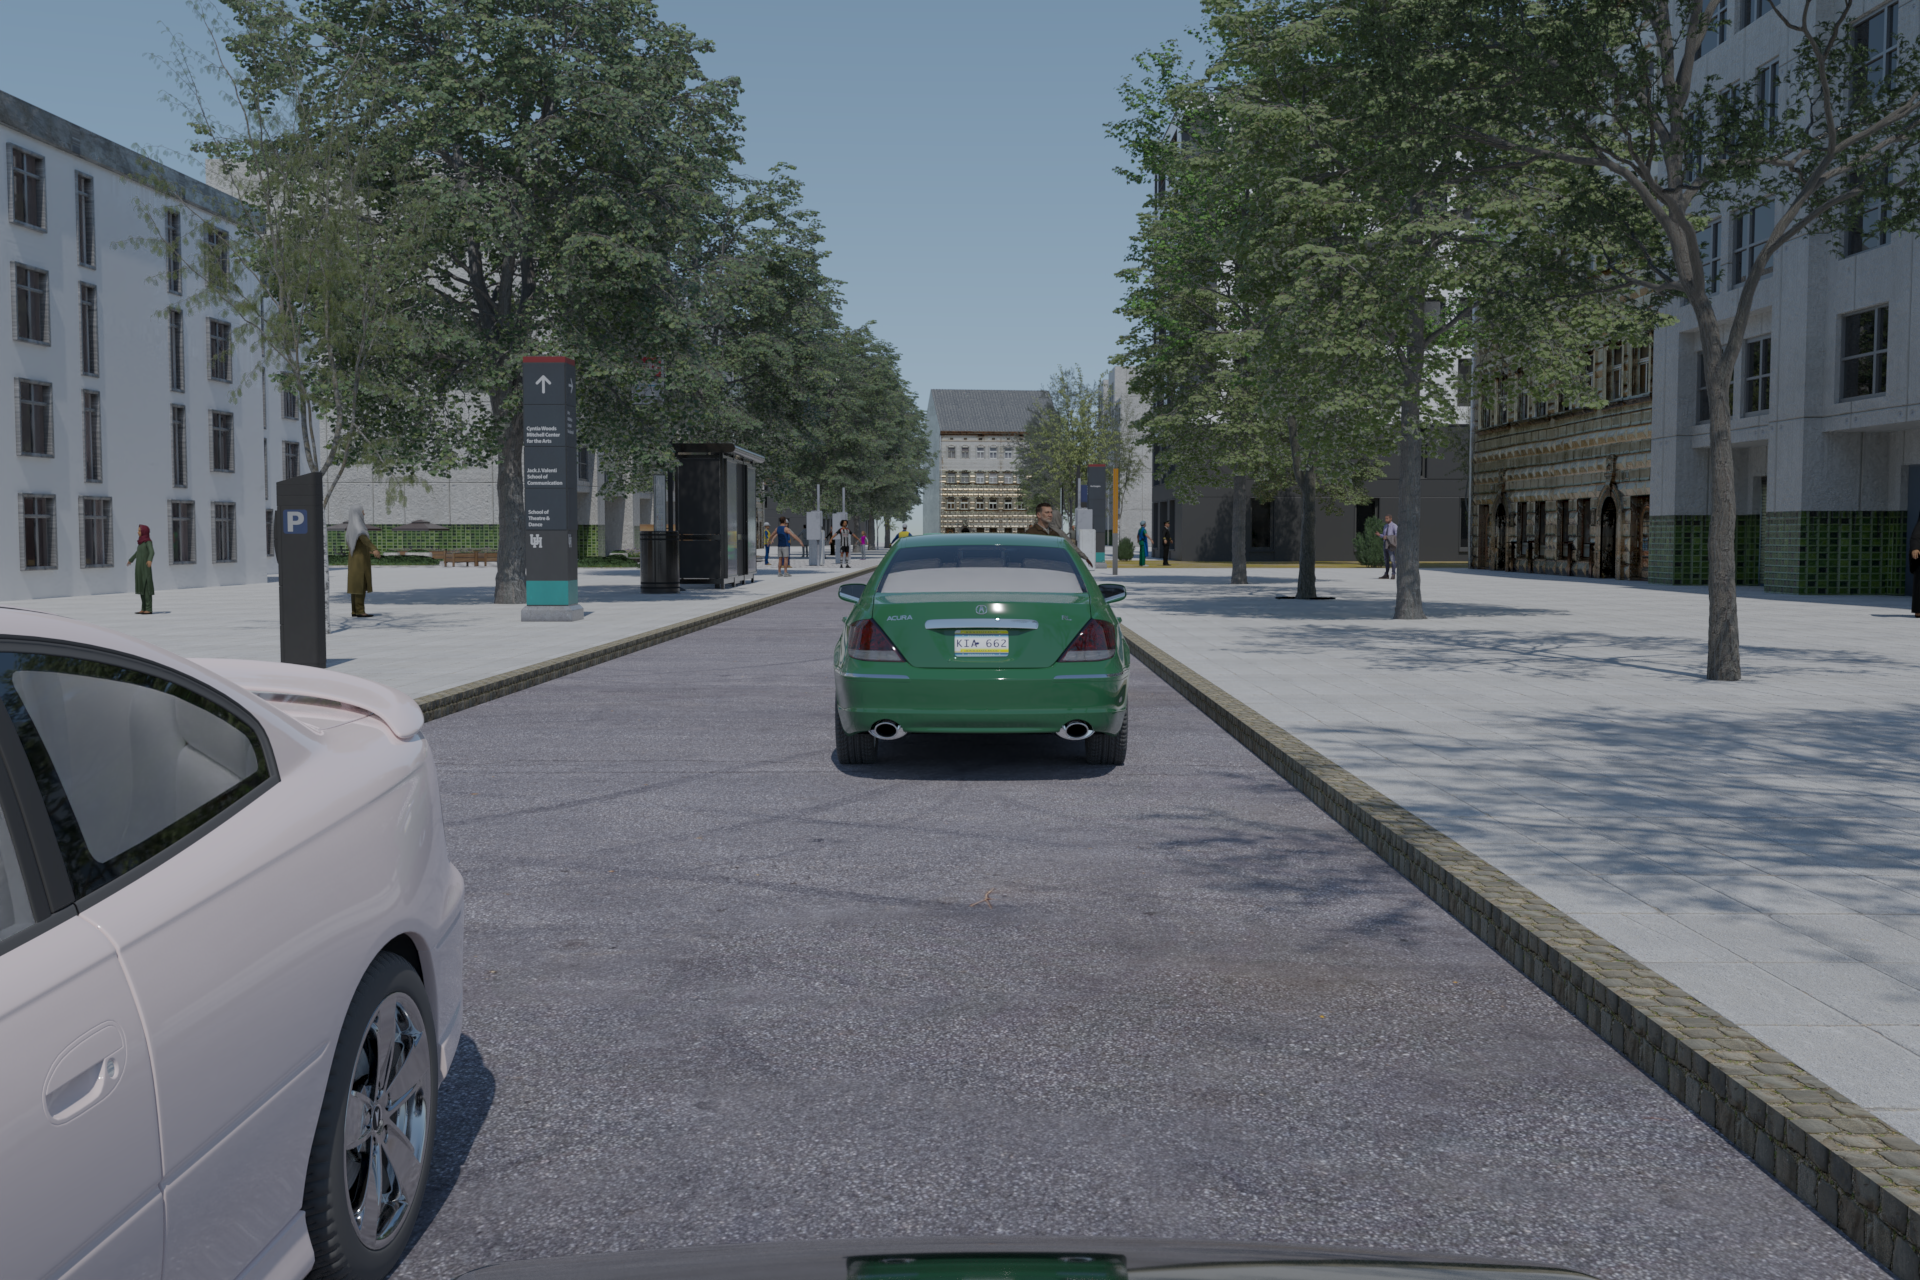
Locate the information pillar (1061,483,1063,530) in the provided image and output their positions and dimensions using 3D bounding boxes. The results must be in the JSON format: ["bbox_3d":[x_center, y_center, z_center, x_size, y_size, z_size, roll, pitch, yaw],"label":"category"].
[{"bbox_3d":[4.644,-5.360,78.991,0.183,3.616,0.504,0,4,-1],"label":"information pillar"}]

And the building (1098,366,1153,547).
[{"bbox_3d":[24.691,-19.838,190.811,16.747,18.905,31.486,0,4,0],"label":"building"}]

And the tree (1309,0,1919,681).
[{"bbox_3d":[6.930,-4.942,15.209,8.767,10.594,7.601,2,4,32],"label":"tree"}]

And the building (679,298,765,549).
[{"bbox_3d":[-26.446,-18.963,140.974,19.493,23.208,18.063,0,4,1],"label":"building"}]

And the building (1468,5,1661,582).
[{"bbox_3d":[27.679,-13.611,53.469,19.493,23.208,18.063,0,4,1],"label":"building"}]

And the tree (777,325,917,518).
[{"bbox_3d":[-6.981,-12.079,104.150,9.857,13.997,8.962,0,3,0],"label":"tree"}]

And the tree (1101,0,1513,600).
[{"bbox_3d":[6.715,-6.596,33.607,9.928,11.665,9.643,0,3,0],"label":"tree"}]

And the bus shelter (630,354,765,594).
[{"bbox_3d":[-6.241,-3.895,41.320,2.179,5.291,8.768,0,4,0],"label":"bus shelter"}]

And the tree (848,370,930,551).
[{"bbox_3d":[-6.998,-13.947,134.690,9.857,13.997,8.962,0,3,0],"label":"tree"}]

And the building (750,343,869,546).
[{"bbox_3d":[-24.889,-21.580,196.804,27.936,21.610,32.646,0,4,1],"label":"building"}]

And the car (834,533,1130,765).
[{"bbox_3d":[0.155,-0.025,12.200,2.131,1.459,4.920,0,4,1],"label":"car"}]

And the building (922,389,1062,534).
[{"bbox_3d":[4.545,-26.203,261.810,18.063,23.208,19.493,-1,4,-9],"label":"building"}]

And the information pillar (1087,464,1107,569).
[{"bbox_3d":[5.069,-4.590,64.426,0.750,3.857,0.750,0,4,0],"label":"information pillar"}]

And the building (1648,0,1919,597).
[{"bbox_3d":[25.806,-9.897,28.277,16.747,18.905,31.486,0,4,1],"label":"building"}]

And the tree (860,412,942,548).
[{"bbox_3d":[-6.489,-15.162,154.553,9.857,13.997,8.962,0,3,0],"label":"tree"}]

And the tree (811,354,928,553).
[{"bbox_3d":[-7.126,-12.914,117.804,9.857,13.997,8.962,0,3,0],"label":"tree"}]

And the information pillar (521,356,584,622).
[{"bbox_3d":[-6.043,-2.215,25.589,0.750,3.857,0.750,0,4,1],"label":"information pillar"}]

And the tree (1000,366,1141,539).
[{"bbox_3d":[8.092,-13.275,127.422,12.009,13.543,11.850,0,3,0],"label":"tree"}]

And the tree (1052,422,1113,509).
[{"bbox_3d":[7.843,-10.033,114.402,4.360,8.622,3.978,0,3,0],"label":"tree"}]

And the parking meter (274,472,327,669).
[{"bbox_3d":[-6.249,-0.654,16.400,0.399,1.863,0.255,0,4,0],"label":"parking meter"}]

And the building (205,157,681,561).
[{"bbox_3d":[-26.779,-14.131,97.506,16.747,18.905,31.486,0,4,1],"label":"building"}]

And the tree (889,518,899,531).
[{"bbox_3d":[-6.797,-13.197,166.141,4.360,8.622,3.978,0,3,0],"label":"tree"}]

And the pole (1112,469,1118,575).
[{"bbox_3d":[4.850,-3.684,54.081,0.158,3.312,0.155,0,3,0],"label":"pole"}]

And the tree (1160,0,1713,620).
[{"bbox_3d":[6.826,-6.557,25.333,7.486,12.596,7.792,0,3,0],"label":"tree"}]

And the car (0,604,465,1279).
[{"bbox_3d":[-2.033,0.634,2.003,2.083,1.381,4.827,0,4,1],"label":"car"}]

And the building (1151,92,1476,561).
[{"bbox_3d":[24.455,-15.455,96.667,27.936,21.610,32.646,0,4,1],"label":"building"}]

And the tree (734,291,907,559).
[{"bbox_3d":[-7.174,-11.091,87.995,9.857,13.997,8.962,0,3,0],"label":"tree"}]

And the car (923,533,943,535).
[{"bbox_3d":[-0.914,-3.830,71.414,1.959,1.807,4.718,0,4,1],"label":"car"}]

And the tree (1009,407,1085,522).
[{"bbox_3d":[8.231,-14.415,153.805,7.486,12.596,7.792,0,3,0],"label":"tree"}]

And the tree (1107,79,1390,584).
[{"bbox_3d":[7.350,-7.673,43.573,7.486,12.596,7.792,0,3,0],"label":"tree"}]

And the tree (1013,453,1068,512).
[{"bbox_3d":[8.637,-14.271,167.741,7.601,10.594,8.767,-1,4,-13],"label":"tree"}]

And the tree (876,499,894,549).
[{"bbox_3d":[-6.700,-11.886,144.698,4.737,8.622,4.395,0,3,0],"label":"tree"}]

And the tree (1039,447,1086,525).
[{"bbox_3d":[8.247,-11.821,143.633,4.360,8.622,3.978,0,3,0],"label":"tree"}]

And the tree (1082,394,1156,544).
[{"bbox_3d":[8.084,-8.449,88.506,4.360,8.622,3.978,0,3,0],"label":"tree"}]

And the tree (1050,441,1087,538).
[{"bbox_3d":[8.482,-11.431,137.264,4.360,8.622,3.978,0,3,0],"label":"tree"}]

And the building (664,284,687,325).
[{"bbox_3d":[-25.398,-15.910,116.552,16.016,20.090,11.380,0,4,1],"label":"building"}]

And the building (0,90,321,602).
[{"bbox_3d":[-22.565,-6.302,45.184,9.099,9.664,28.070,0,4,0],"label":"building"}]
